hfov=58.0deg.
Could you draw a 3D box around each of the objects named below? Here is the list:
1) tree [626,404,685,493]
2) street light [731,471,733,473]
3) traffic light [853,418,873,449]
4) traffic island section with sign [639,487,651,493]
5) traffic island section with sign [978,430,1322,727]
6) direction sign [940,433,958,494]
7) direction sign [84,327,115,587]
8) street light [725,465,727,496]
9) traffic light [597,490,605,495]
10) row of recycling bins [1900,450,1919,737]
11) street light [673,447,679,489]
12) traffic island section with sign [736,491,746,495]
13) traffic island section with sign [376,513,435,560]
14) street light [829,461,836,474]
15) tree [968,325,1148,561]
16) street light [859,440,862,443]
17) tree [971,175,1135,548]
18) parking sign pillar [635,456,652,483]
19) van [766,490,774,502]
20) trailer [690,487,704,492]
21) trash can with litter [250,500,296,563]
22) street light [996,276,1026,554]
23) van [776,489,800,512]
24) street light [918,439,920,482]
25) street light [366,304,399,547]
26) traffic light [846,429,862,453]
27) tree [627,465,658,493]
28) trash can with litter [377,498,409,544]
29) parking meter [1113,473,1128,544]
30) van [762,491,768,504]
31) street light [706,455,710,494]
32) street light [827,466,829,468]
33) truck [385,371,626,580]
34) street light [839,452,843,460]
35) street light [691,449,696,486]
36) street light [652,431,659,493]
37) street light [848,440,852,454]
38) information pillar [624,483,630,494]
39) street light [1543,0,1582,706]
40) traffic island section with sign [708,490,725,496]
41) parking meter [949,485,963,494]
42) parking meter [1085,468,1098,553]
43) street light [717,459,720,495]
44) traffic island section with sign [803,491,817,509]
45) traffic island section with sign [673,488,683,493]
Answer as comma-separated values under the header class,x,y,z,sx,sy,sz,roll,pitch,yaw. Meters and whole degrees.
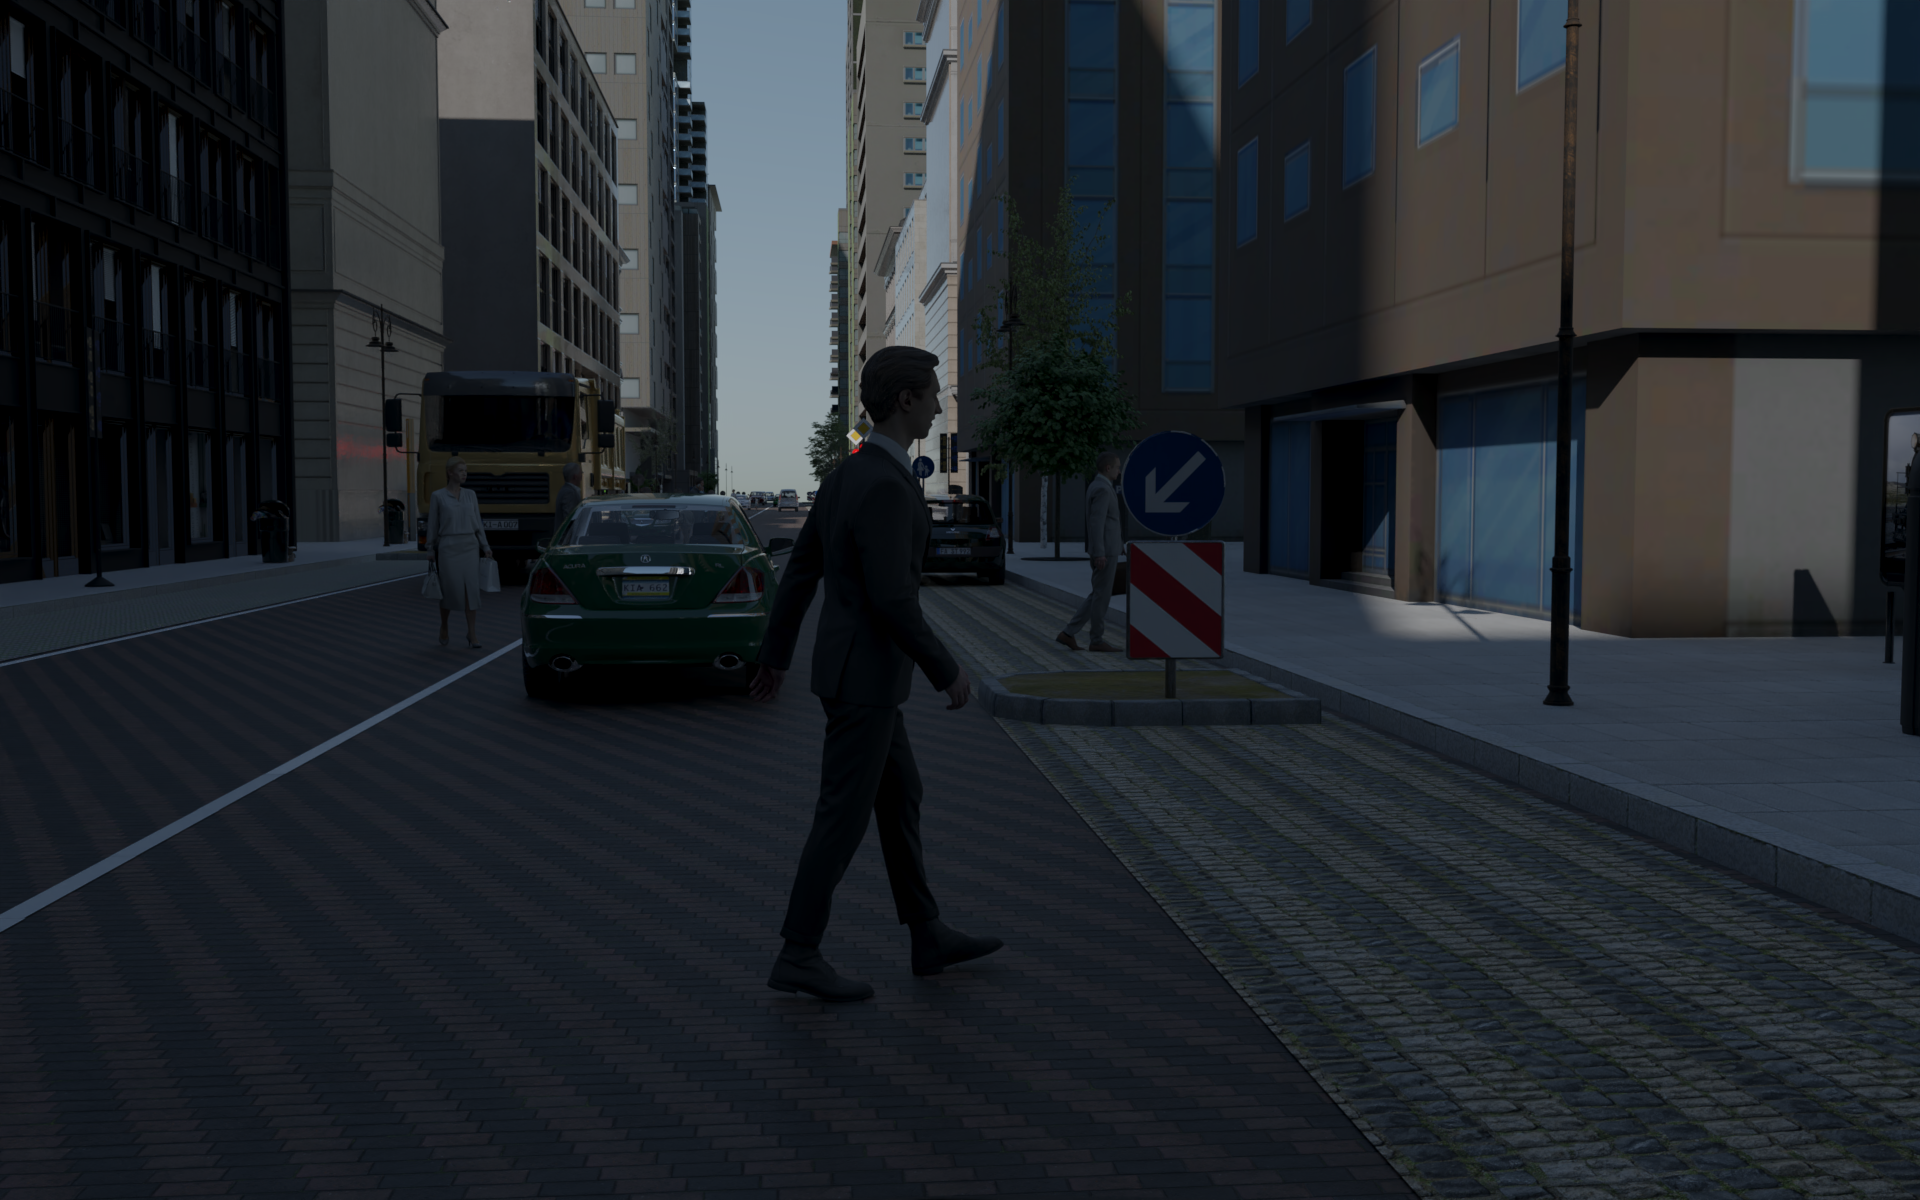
class,x,y,z,sx,sy,sz,roll,pitch,yaw
tree,-23.980,-11.450,137.573,4.360,8.622,3.978,0,3,0
street light,-37.153,-18.924,282.194,0.468,5.910,1.993,0,4,-5
traffic light,-3.558,-4.576,63.737,0.839,4.253,0.868,0,4,-5
traffic island section with sign,-16.943,-5.190,93.478,1.989,1.847,2.006,0,4,-5
traffic island section with sign,1.156,-0.180,11.565,1.989,1.847,2.006,0,4,-5
direction sign,-0.412,-4.424,64.331,0.876,3.537,0.379,3,5,41
direction sign,-11.937,-1.953,23.923,0.379,3.537,0.876,-1,4,-16
street light,-34.592,-17.345,256.384,0.468,5.910,1.993,0,4,-5
traffic light,-14.732,-5.000,70.676,0.839,4.253,0.868,0,4,-5
row of recycling bins,6.810,-0.132,9.276,3.534,1.692,1.069,-1,4,-10
street light,-24.189,-10.675,147.323,0.468,5.910,1.993,0,4,-5
traffic island section with sign,-34.657,-16.490,278.230,1.989,1.847,2.006,0,4,-5
traffic island section with sign,-11.648,-1.808,38.194,1.989,1.847,2.006,0,4,-5
street light,-14.246,-13.657,196.082,0.468,5.910,1.993,0,4,-5
tree,1.961,-3.050,33.577,4.285,4.588,4.351,0,3,0
street light,-6.841,-8.968,119.412,0.468,5.910,1.993,0,4,-5
tree,2.018,-5.535,40.867,4.737,8.622,4.395,0,3,0
parking sign pillar,-22.187,-8.122,121.268,1.447,3.967,1.447,2,4,35
van,-30.811,-16.706,280.158,2.013,2.044,4.112,0,4,-6
trailer,-20.239,-7.709,133.088,1.471,1.999,3.904,0,4,-6
trash can with litter,-12.846,-1.290,32.477,0.624,1.170,1.055,0,4,-8
street light,1.081,-3.923,36.932,0.468,5.910,1.993,0,4,-5
van,-14.158,-8.295,142.642,2.013,2.044,4.112,0,4,-7
street light,-1.491,-5.524,63.110,0.468,5.910,1.993,0,4,-5
street light,-14.041,-4.247,42.227,0.468,5.910,1.993,0,4,-5
traffic light,-4.320,-5.062,71.686,0.839,4.253,0.868,0,4,-5
tree,-21.382,-7.371,115.122,1.663,3.219,1.824,0,3,0
trash can with litter,-14.574,-2.033,44.624,0.624,1.170,1.055,0,4,-5
parking meter,4.145,-2.377,44.568,0.399,1.863,0.255,1,4,23
van,-27.801,-14.372,241.994,2.013,2.044,4.112,0,4,-5
street light,-29.097,-13.873,199.602,0.468,5.910,1.993,0,4,-5
street light,-16.793,-15.273,222.504,0.468,5.910,1.993,0,4,-5
truck,-7.521,-2.110,30.421,3.469,3.379,9.791,0,4,-7
street light,-11.676,-12.060,169.968,0.468,5.910,1.993,0,4,-5
street light,-26.580,-12.255,173.149,0.468,5.910,1.993,0,4,-5
street light,-21.868,-9.291,124.698,0.468,5.910,1.993,0,4,-5
street light,-9.183,-10.552,145.307,0.468,5.910,1.993,0,4,-5
information pillar,-21.512,-6.574,111.974,0.304,2.012,0.304,1,4,14
street light,3.646,-2.299,10.374,0.468,5.910,1.993,0,4,-5
traffic island section with sign,-24.160,-9.790,168.698,1.989,1.847,2.006,0,4,-5
parking meter,-0.106,-2.308,46.140,0.372,1.533,0.369,0,3,0
parking meter,2.910,-1.976,38.012,0.255,1.863,0.399,1,4,22
street light,-32.093,-15.746,230.236,0.468,5.910,1.993,0,4,-5
traffic island section with sign,-16.676,-11.565,197.714,1.989,1.847,2.006,0,4,-5
traffic island section with sign,-19.538,-6.839,120.440,1.989,1.847,2.006,0,4,-5
